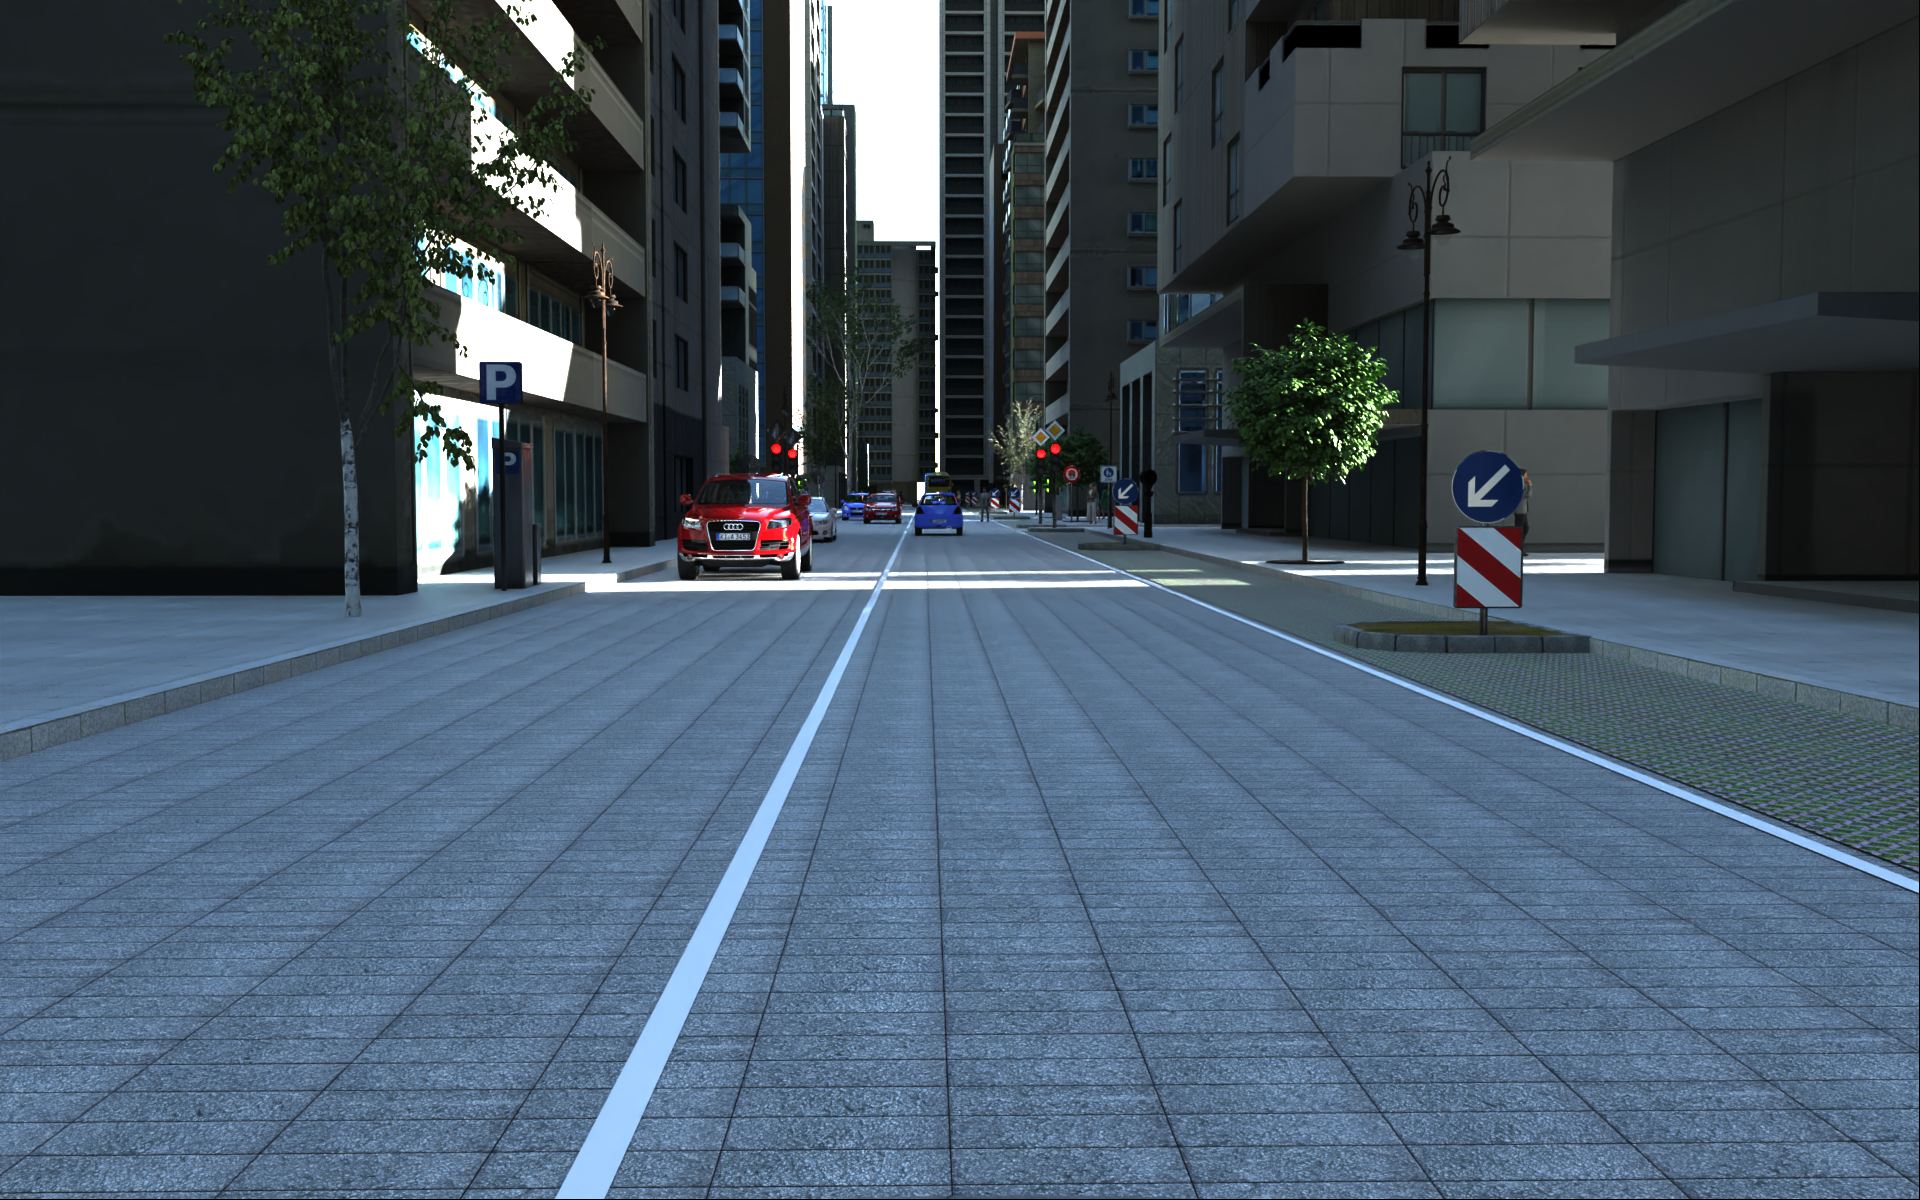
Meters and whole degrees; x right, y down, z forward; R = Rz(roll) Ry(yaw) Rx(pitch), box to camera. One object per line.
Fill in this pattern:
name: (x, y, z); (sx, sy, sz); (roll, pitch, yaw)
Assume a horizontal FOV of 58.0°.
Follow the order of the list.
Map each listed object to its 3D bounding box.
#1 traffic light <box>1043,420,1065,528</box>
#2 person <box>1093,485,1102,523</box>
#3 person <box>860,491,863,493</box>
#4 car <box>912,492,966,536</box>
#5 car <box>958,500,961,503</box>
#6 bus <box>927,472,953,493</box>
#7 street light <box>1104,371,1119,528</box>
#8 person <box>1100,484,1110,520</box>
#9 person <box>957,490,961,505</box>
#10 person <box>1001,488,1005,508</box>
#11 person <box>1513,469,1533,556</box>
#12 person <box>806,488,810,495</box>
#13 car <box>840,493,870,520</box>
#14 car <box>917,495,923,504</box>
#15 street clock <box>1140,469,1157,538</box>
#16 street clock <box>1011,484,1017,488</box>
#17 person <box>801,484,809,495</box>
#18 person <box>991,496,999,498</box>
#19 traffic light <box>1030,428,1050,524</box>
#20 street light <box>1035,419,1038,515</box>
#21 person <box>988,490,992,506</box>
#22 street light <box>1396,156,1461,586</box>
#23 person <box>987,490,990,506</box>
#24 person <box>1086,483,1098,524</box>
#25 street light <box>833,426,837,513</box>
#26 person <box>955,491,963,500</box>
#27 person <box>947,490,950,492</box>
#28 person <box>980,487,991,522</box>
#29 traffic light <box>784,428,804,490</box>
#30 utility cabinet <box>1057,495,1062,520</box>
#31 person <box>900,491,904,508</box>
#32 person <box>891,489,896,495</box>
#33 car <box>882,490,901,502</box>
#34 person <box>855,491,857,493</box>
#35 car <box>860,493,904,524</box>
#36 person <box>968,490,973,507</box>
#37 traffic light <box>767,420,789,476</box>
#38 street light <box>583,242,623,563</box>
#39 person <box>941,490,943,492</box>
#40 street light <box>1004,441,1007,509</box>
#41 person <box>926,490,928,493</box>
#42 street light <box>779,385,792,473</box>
traffic light: (3.574, -4.692, 65.642); (0.839, 4.253, 0.868); (0, 4, -1)
person: (6.061, -4.339, 77.991); (0.512, 1.701, 0.522); (-1, 4, -19)
person: (-10.059, -10.234, 174.839); (0.593, 1.643, 0.415); (0, 4, 3)
car: (-0.741, -3.145, 61.008); (1.945, 1.707, 3.694); (0, 4, 0)
car: (-0.927, -5.181, 94.302); (1.945, 1.707, 3.694); (0, 4, -2)
bus: (-2.207, -12.235, 191.584); (2.896, 3.916, 12.252); (0, 4, 0)
street light: (5.686, -5.656, 65.262); (0.468, 5.910, 1.993); (0, 4, -1)
person: (7.270, -4.898, 86.372); (0.600, 1.795, 0.529); (-3, 5, -42)
person: (-0.095, -7.995, 139.552); (0.374, 1.781, 0.599); (1, 4, 8)
person: (4.044, -9.676, 163.884); (0.705, 1.869, 1.348); (0, 4, -2)
person: (11.615, -1.810, 35.816); (0.473, 1.802, 0.592); (2, 4, 26)
person: (-12.054, -7.969, 136.598); (0.793, 1.790, 0.793); (-3, 5, -41)
car: (-5.575, -5.233, 95.158); (1.945, 1.707, 3.694); (0, 4, 0)
car: (-2.270, -7.320, 132.046); (2.083, 1.381, 4.827); (0, 3, 0)
street clock: (5.543, -2.840, 51.000); (0.471, 2.002, 0.358); (-2, 4, -24)
street clock: (3.957, -7.465, 126.620); (0.358, 2.002, 0.471); (3, 4, 37)
person: (-8.132, -5.174, 90.822); (0.466, 1.800, 0.511); (-1, 4, -9)
person: (3.490, -10.057, 170.438); (0.705, 1.831, 1.348); (-2, 4, -29)
traffic light: (3.408, -5.181, 73.625); (0.839, 4.253, 0.868); (0, 4, -1)
street light: (4.733, -8.203, 106.902); (0.468, 5.910, 1.993); (0, 4, -1)
person: (3.190, -10.714, 181.748); (0.617, 1.759, 0.750); (2, 4, 34)
street light: (6.498, -3.144, 24.184); (0.468, 5.910, 1.993); (0, 4, -1)
person: (3.136, -11.085, 187.990); (0.721, 1.736, 1.217); (-2, 4, -30)
person: (5.588, -4.111, 73.803); (0.519, 1.759, 0.362); (2, 4, 32)
street light: (-8.289, -8.714, 115.262); (0.468, 5.910, 1.993); (0, 4, -1)
person: (-0.271, -8.996, 156.408); (1.217, 1.723, 0.721); (2, 4, 25)
person: (-1.039, -8.670, 150.213); (0.705, 1.831, 1.348); (-1, 4, -10)
person: (1.293, -4.912, 89.092); (0.678, 1.792, 0.850); (1, 4, 20)
traffic light: (-7.051, -5.167, 73.393); (0.839, 4.253, 0.868); (0, 4, -1)
utility cabinet: (4.827, -4.546, 85.482); (0.306, 1.237, 1.020); (0, 4, -5)
person: (-6.166, -10.718, 184.428); (0.721, 1.739, 1.217); (-1, 4, -20)
person: (-5.272, -7.764, 135.445); (0.555, 1.821, 0.388); (-1, 4, -20)
car: (-6.899, -9.822, 169.265); (2.281, 1.827, 5.304); (0, 4, -1)
person: (-9.004, -8.728, 148.662); (0.836, 1.842, 0.656); (2, 4, 27)
car: (-3.790, -4.644, 84.964); (2.155, 1.783, 4.494); (0, 4, -1)
person: (1.240, -10.903, 186.782); (0.705, 1.822, 1.348); (3, 4, 36)
traffic light: (-6.885, -4.678, 65.410); (0.839, 4.253, 0.868); (0, 4, -1)
street light: (-6.575, -3.625, 32.058); (0.468, 5.910, 1.993); (0, 4, -1)
person: (-1.627, -8.179, 142.899); (0.598, 1.740, 0.731); (0, 4, 8)
street light: (3.928, -10.732, 148.250); (0.468, 5.910, 1.993); (0, 4, -1)
person: (-2.779, -8.446, 146.939); (0.374, 1.781, 0.599); (3, 5, 40)
street light: (-7.430, -6.168, 73.629); (0.468, 5.910, 1.993); (0, 4, -1)
